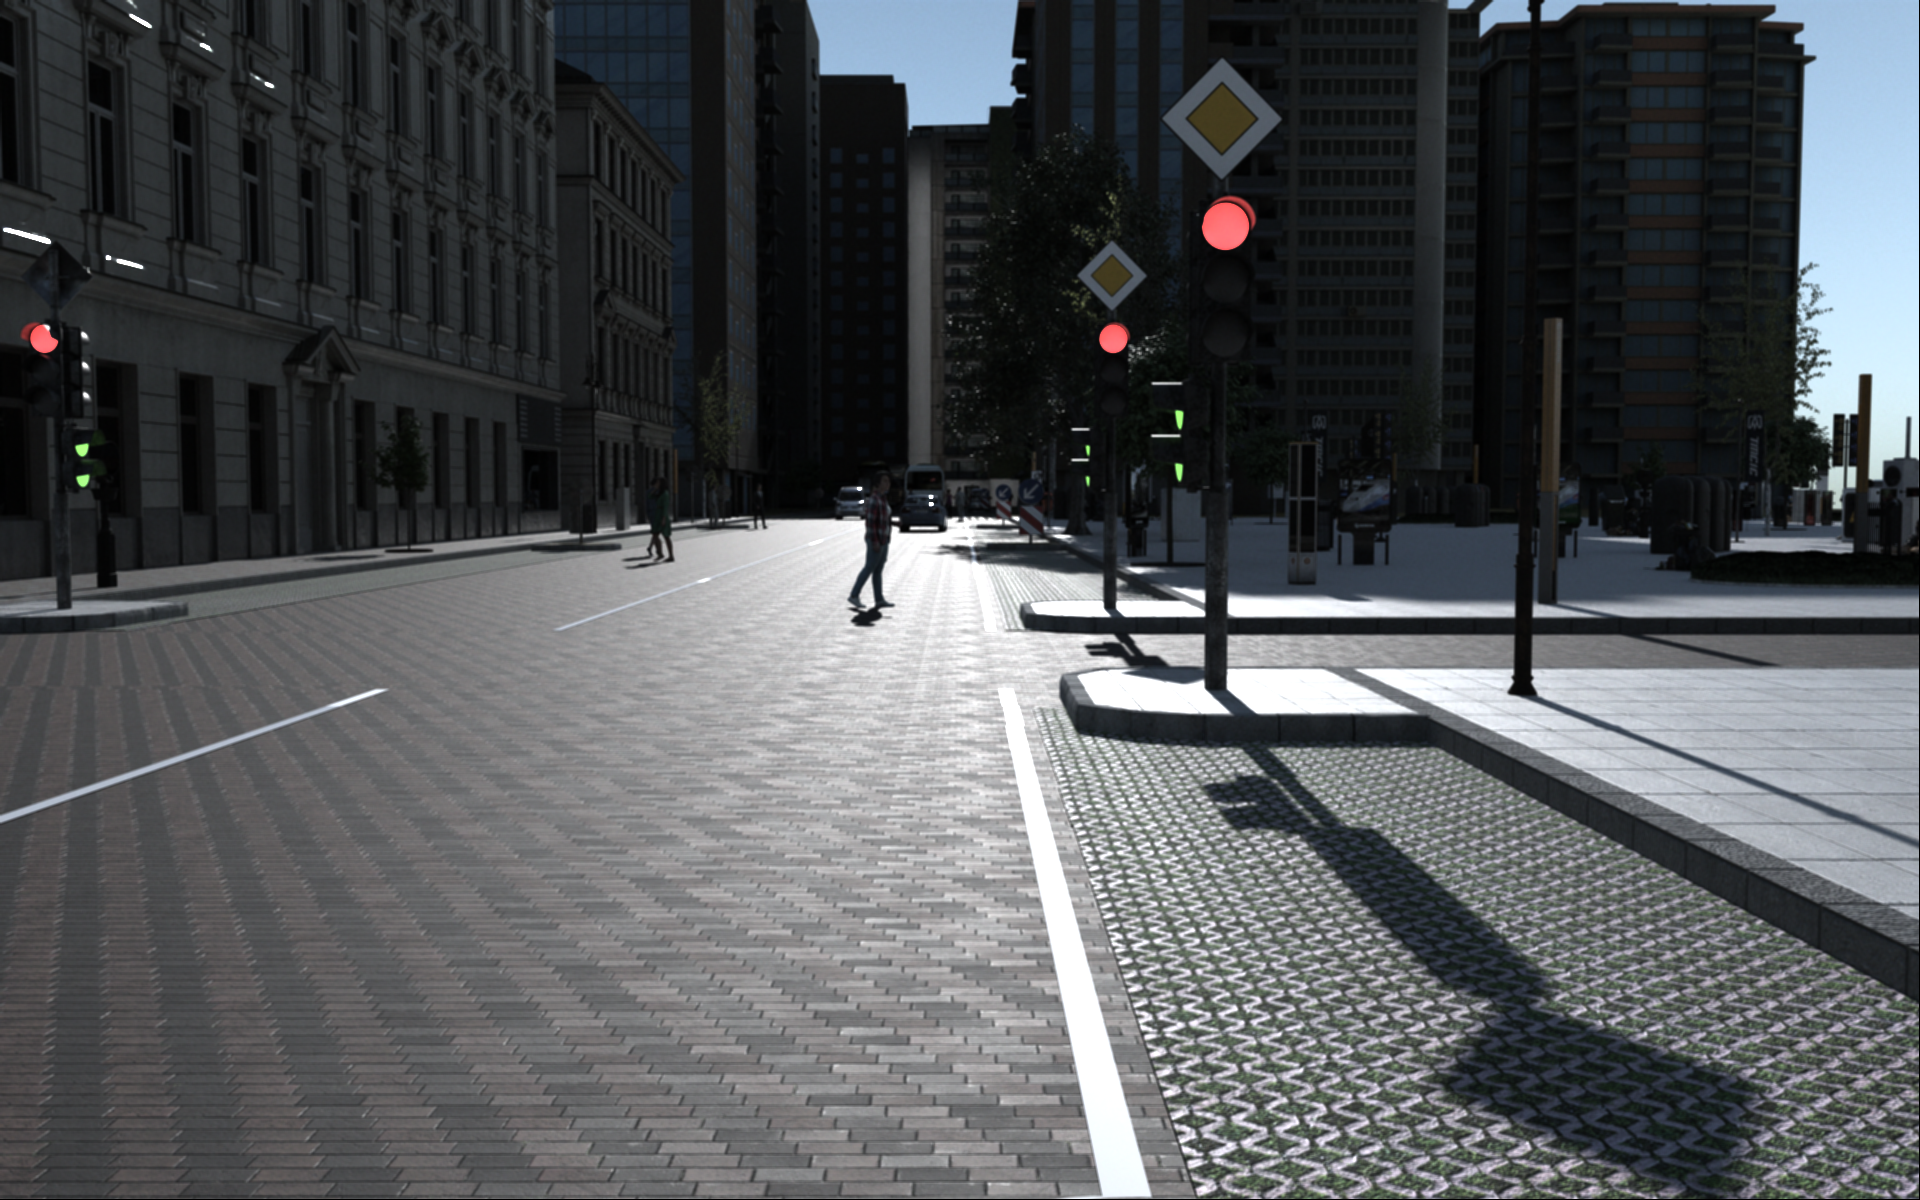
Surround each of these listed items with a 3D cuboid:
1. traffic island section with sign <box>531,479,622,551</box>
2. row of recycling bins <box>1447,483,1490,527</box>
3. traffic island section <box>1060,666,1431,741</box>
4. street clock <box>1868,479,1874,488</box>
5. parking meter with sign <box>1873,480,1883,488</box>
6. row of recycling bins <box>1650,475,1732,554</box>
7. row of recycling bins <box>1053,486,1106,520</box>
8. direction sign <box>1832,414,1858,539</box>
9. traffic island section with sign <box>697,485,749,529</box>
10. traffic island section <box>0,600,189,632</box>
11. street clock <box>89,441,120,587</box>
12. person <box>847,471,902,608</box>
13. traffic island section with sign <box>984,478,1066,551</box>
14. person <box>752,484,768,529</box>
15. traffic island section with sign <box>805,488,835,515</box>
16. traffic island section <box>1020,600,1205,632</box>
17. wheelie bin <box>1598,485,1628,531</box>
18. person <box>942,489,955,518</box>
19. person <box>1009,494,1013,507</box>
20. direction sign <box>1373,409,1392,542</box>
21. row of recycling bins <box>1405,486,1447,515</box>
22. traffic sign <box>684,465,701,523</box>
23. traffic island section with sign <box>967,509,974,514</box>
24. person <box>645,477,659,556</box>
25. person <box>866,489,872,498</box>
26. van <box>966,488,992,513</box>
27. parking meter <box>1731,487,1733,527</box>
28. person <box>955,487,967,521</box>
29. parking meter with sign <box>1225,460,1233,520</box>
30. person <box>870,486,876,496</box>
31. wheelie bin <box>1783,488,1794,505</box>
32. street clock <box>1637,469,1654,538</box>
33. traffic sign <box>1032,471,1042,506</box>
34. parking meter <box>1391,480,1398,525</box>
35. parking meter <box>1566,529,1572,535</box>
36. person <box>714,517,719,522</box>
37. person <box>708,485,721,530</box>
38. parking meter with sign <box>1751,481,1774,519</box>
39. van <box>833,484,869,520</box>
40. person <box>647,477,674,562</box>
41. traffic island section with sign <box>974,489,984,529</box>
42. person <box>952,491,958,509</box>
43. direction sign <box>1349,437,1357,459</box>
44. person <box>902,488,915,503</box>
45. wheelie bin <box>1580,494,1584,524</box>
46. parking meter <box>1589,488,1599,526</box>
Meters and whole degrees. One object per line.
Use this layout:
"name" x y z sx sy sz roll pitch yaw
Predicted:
"traffic island section with sign" -9.740 -2.179 44.255 1.989 1.847 2.006 0 3 0
"row of recycling bins" 20.188 -3.744 68.325 1.069 1.692 3.534 2 4 26
"traffic island section" 1.706 0.665 11.410 2.009 0.180 2.903 0 3 0
"street clock" 44.339 -4.893 84.577 0.471 2.002 0.358 3 5 44
"parking meter with sign" 48.859 -5.850 91.905 1.738 3.016 0.543 2 4 33
"row of recycling bins" 16.189 -1.901 38.194 1.069 1.692 3.534 3 5 40
"row of recycling bins" 6.165 -4.887 87.016 3.534 1.692 1.069 3 5 40
"direction sign" 25.104 -3.493 49.103 0.876 3.537 0.379 -1 4 -13
"traffic island section with sign" -9.742 -3.842 71.437 1.989 1.847 2.006 0 3 0
"traffic island section" -10.041 0.177 19.393 2.009 0.180 2.903 0 3 0
"street clock" -11.758 -1.178 23.823 0.358 2.002 0.471 0 4 2
"person" -1.078 -0.772 21.957 0.643 1.720 0.563 1 4 11
"traffic island section with sign" 1.688 -2.194 44.503 1.989 1.847 2.006 0 3 0
"person" -8.192 -3.838 71.020 0.659 1.850 0.755 -3 5 -39
"traffic island section with sign" -9.786 -6.882 121.152 1.989 1.847 2.006 0 3 0
"traffic island section" 1.701 0.176 19.395 2.009 0.180 2.903 0 3 0
"wheelie bin" 22.711 -3.207 60.348 0.980 1.594 0.693 0 4 0
"person" -0.598 -5.715 102.616 1.217 1.739 0.721 -3 4 -38
"person" 5.083 -10.284 176.267 0.705 1.869 1.348 3 4 37
"direction sign" 11.274 -3.320 46.286 0.379 3.537 0.876 3 5 44
"row of recycling bins" 23.732 -4.876 86.833 3.534 1.692 1.069 -2 4 -35
"traffic sign" -11.768 -4.645 76.058 0.768 2.556 0.104 0 4 7
"traffic island section with sign" 1.637 -6.926 121.867 1.989 1.847 2.006 0 3 0
"person" -7.122 -1.944 40.307 0.581 1.822 0.654 3 4 38
"person" -6.195 -6.707 118.696 0.750 1.759 0.617 -1 4 -16
"van" 1.414 -7.500 129.637 2.013 2.044 4.112 0 4 -1
"parking meter" 24.829 -2.920 56.156 0.372 1.533 0.369 0 3 0
"person" 0.015 -5.037 90.952 0.635 1.810 0.391 -3 5 -42
"parking meter with sign" 13.444 -5.571 87.345 0.543 3.016 1.738 0 4 -2
"person" -4.425 -4.904 88.661 0.573 1.828 0.580 -1 4 -22
"wheelie bin" 43.567 -5.073 90.848 0.693 1.594 0.980 0 4 7
"street clock" 19.889 -2.798 50.310 0.358 2.002 0.471 -1 4 -19
"traffic sign" 3.422 -4.514 75.934 0.606 2.300 0.079 1 4 9
"parking meter" 18.129 -4.090 72.587 0.399 1.863 0.255 -3 4 -36
"parking meter" 18.896 -2.953 53.991 0.399 1.863 0.255 -2 4 -29
"person" -10.513 -3.693 73.889 0.505 1.210 0.382 3 5 40
"person" -9.871 -3.713 69.307 0.391 1.810 0.635 -3 4 -36
"parking meter with sign" 41.177 -5.708 89.583 1.738 3.016 0.543 3 4 39
"van" -6.184 -5.607 98.687 2.013 2.044 4.112 0 4 -1
"person" -6.267 -1.702 36.574 0.529 1.795 0.600 -2 4 -32
"traffic island section with sign" 1.675 -3.847 71.530 1.989 1.847 2.006 0 3 0
"person" -0.230 -9.569 164.962 0.705 1.824 1.348 3 5 42
"direction sign" 15.621 -4.703 68.895 0.379 3.537 0.876 2 4 33
"person" -2.996 -5.896 104.879 0.705 1.826 1.348 -3 5 -43
"wheelie bin" 26.623 -4.119 75.248 0.693 1.594 0.980 -1 4 -15
"parking meter" 25.558 -3.756 69.827 0.372 1.533 0.369 0 3 0
